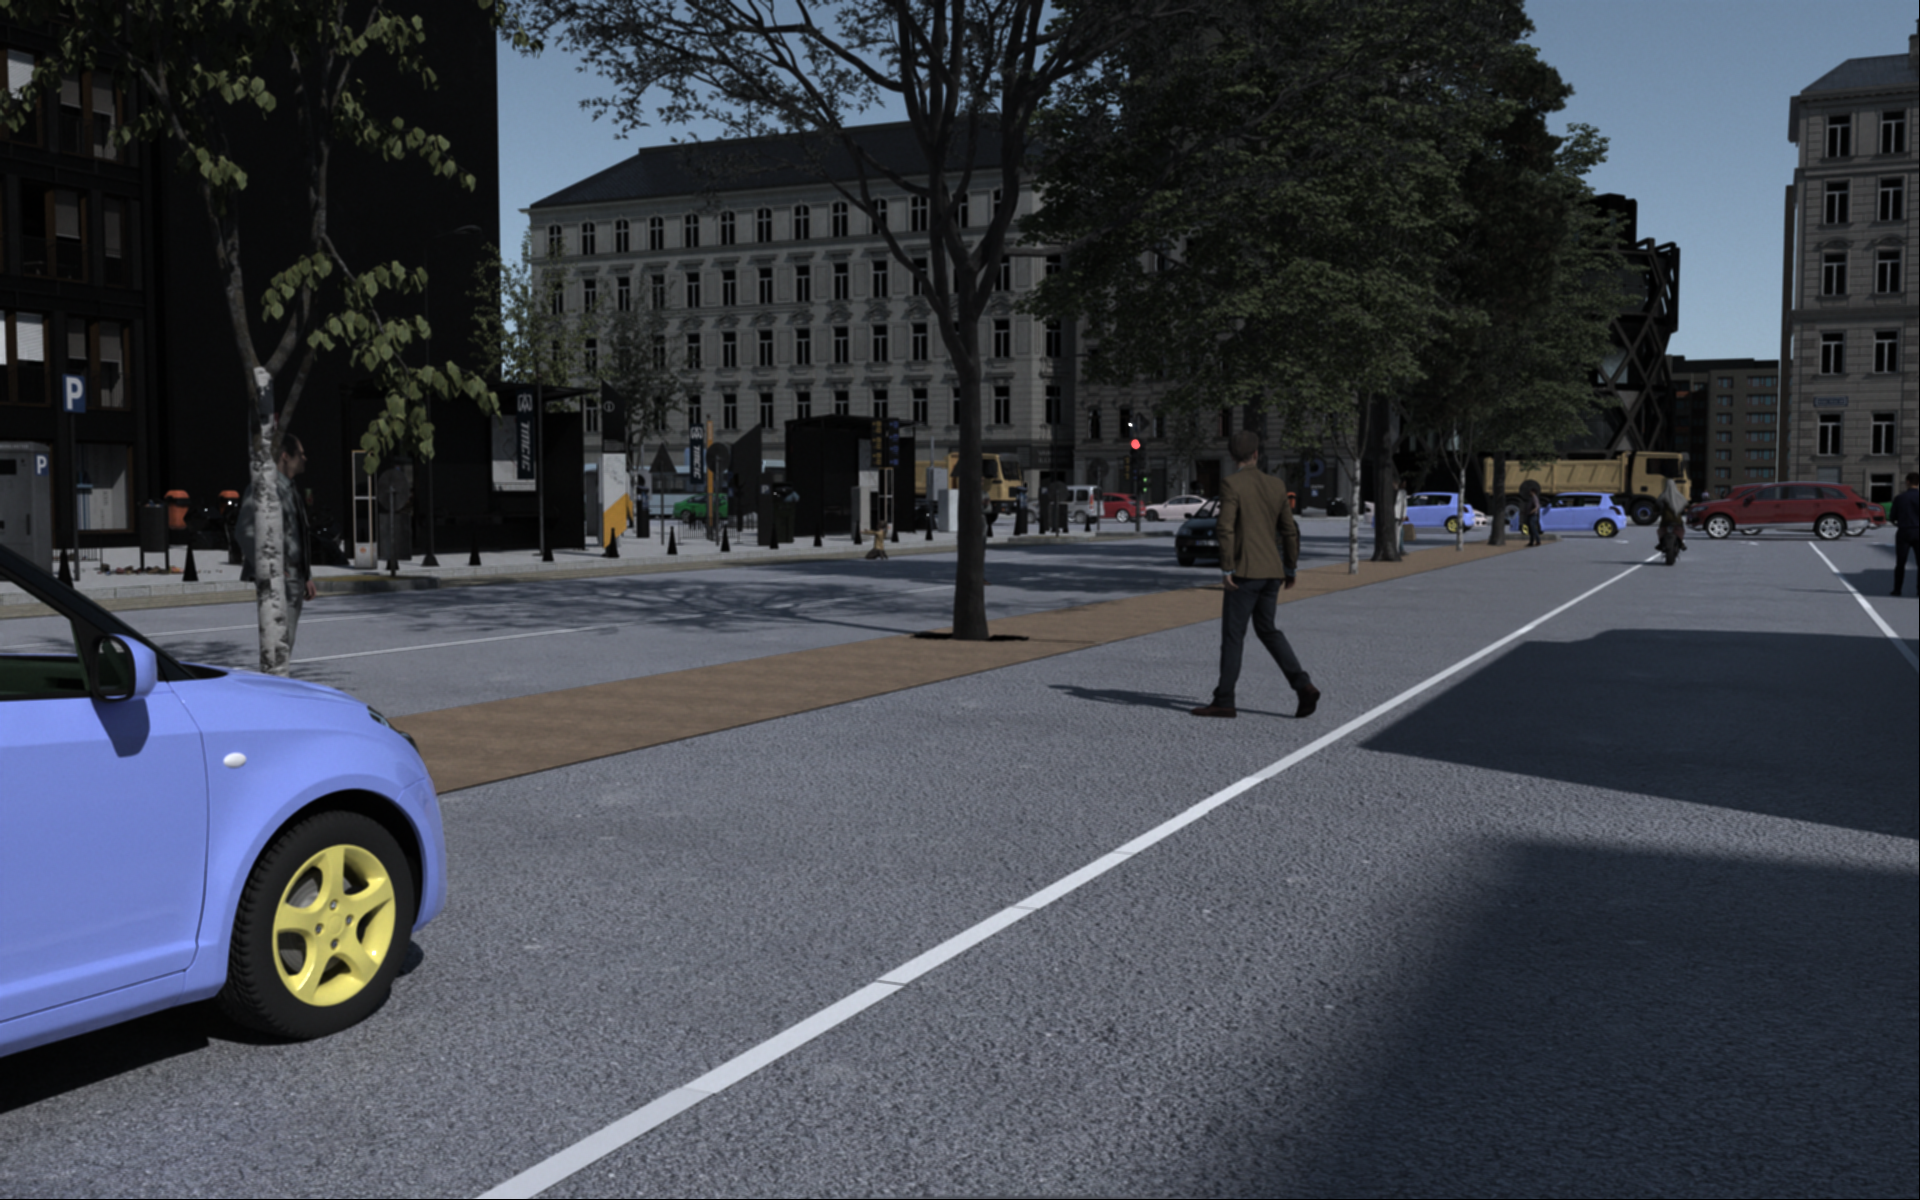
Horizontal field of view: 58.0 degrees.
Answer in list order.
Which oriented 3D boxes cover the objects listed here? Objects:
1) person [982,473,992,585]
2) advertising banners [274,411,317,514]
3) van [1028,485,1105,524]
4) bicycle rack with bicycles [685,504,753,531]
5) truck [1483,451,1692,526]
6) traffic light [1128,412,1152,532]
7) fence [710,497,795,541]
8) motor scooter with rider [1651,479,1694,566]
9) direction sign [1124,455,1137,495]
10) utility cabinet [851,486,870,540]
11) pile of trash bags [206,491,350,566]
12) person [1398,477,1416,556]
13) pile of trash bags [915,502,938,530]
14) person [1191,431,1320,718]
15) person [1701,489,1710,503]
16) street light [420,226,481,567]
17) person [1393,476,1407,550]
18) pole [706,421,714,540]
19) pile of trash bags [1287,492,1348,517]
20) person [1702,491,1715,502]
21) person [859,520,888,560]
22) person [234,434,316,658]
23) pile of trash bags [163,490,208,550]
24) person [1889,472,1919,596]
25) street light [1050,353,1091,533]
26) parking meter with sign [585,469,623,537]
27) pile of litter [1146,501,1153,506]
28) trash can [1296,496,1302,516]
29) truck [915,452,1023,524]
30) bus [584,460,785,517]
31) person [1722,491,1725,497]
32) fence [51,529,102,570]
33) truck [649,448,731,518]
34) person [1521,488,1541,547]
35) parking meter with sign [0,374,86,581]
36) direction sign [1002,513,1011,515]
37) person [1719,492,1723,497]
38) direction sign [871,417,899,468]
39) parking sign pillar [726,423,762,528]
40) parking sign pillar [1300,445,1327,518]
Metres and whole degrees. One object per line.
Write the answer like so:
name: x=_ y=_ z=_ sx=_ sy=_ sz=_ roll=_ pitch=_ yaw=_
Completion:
person: x=0.266 y=-1.126 z=27.097 sx=0.511 sy=1.800 sz=0.466 roll=-3 pitch=4 yaw=-37
advertising banners: x=-14.436 y=-2.523 z=37.440 sx=0.090 sy=3.025 sz=2.074 roll=0 pitch=4 yaw=6
van: x=4.879 y=-4.690 z=83.698 sx=4.112 sy=2.044 sz=2.013 roll=2 pitch=4 yaw=27
bicycle rack with bicycles: x=-8.465 y=-2.947 z=61.566 sx=2.852 sy=0.926 sz=2.925 roll=-1 pitch=4 yaw=-11
truck: x=29.379 y=-5.138 z=79.937 sx=9.791 sy=3.379 sz=3.469 roll=2 pitch=4 yaw=24
traffic light: x=6.106 y=-4.298 z=59.192 sx=0.839 sy=4.253 sz=0.868 roll=2 pitch=4 yaw=25
fence: x=-5.654 y=-2.198 z=47.147 sx=2.264 sy=1.192 sz=0.480 roll=1 pitch=4 yaw=11
motor scooter with rider: x=14.521 y=-1.608 z=35.257 sx=0.876 sy=1.779 sz=1.986 roll=2 pitch=4 yaw=24
direction sign: x=10.034 y=-6.702 z=101.578 sx=0.876 sy=3.537 sz=0.379 roll=0 pitch=3 yaw=0
utility cabinet: x=-2.749 y=-2.389 z=47.740 sx=0.318 sy=1.500 sz=1.173 roll=-1 pitch=4 yaw=-15
pile of trash bags: x=-12.552 y=-1.359 z=31.970 sx=1.912 sy=1.369 sz=3.447 roll=-2 pitch=4 yaw=-31
person: x=9.983 y=-1.889 z=39.363 sx=0.713 sy=1.824 sz=0.794 roll=3 pitch=4 yaw=38
pile of trash bags: x=-1.465 y=-3.198 z=62.036 sx=3.447 sy=1.369 sz=1.912 roll=-2 pitch=4 yaw=-32
person: x=1.916 y=-0.165 z=11.106 sx=0.836 sy=1.842 sz=0.656 roll=2 pitch=4 yaw=25
person: x=62.259 y=-8.339 z=144.715 sx=0.709 sy=1.838 sz=0.599 roll=1 pitch=4 yaw=19
street light: x=-8.927 y=-3.536 z=30.362 sx=1.470 sy=5.913 sz=1.316 roll=2 pitch=4 yaw=25
person: x=9.608 y=-1.830 z=38.301 sx=0.514 sy=1.842 sz=0.818 roll=1 pitch=4 yaw=13
pole: x=-6.999 y=-3.338 z=48.425 sx=0.158 sy=3.312 sz=0.155 roll=0 pitch=3 yaw=0
pile of trash bags: x=20.127 y=-5.400 z=98.046 sx=3.447 sy=1.369 sz=1.912 roll=0 pitch=4 yaw=0
person: x=73.099 y=-9.777 z=169.078 sx=1.217 sy=1.735 sz=0.721 roll=2 pitch=4 yaw=32
person: x=-1.887 y=-1.319 z=37.986 sx=0.695 sy=0.859 sz=0.347 roll=2 pitch=4 yaw=32
person: x=-4.288 y=-0.142 z=10.918 sx=0.391 sy=1.810 sz=0.635 roll=0 pitch=4 yaw=-6
pile of trash bags: x=-17.292 y=-1.873 z=40.380 sx=3.447 sy=1.369 sz=1.912 roll=2 pitch=4 yaw=26
person: x=13.461 y=-0.935 z=24.488 sx=0.576 sy=1.737 sz=0.504 roll=1 pitch=4 yaw=14
street light: x=3.668 y=-5.187 z=57.341 sx=1.470 sy=5.913 sz=1.316 roll=2 pitch=4 yaw=25
parking meter with sign: x=-10.938 y=-3.427 z=52.289 sx=1.738 sy=3.016 sz=0.543 roll=2 pitch=4 yaw=30
pile of litter: x=11.152 y=-5.276 z=100.225 sx=1.719 sy=0.858 sz=1.176 roll=-1 pitch=4 yaw=-16
trash can: x=20.379 y=-5.592 z=103.090 sx=0.748 sy=1.137 sz=0.748 roll=0 pitch=3 yaw=0
truck: x=-1.105 y=-5.248 z=81.736 sx=9.791 sy=3.379 sz=3.469 roll=2 pitch=4 yaw=24
bus: x=-15.961 y=-6.216 z=96.498 sx=13.247 sy=3.499 sz=2.948 roll=2 pitch=4 yaw=25
person: x=76.250 y=-10.002 z=172.746 sx=0.721 sy=1.735 sz=1.217 roll=1 pitch=4 yaw=22
fence: x=-14.942 y=-0.801 z=28.467 sx=0.278 sy=0.683 sz=2.069 roll=1 pitch=4 yaw=22
truck: x=-20.744 y=-6.954 z=103.459 sx=18.799 sy=4.110 sz=2.967 roll=2 pitch=4 yaw=23
person: x=15.463 y=-2.225 z=46.839 sx=0.435 sy=1.587 sz=0.963 roll=0 pitch=3 yaw=0
parking meter with sign: x=-13.816 y=-1.787 z=25.482 sx=1.738 sy=3.016 sz=0.543 roll=0 pitch=4 yaw=5
direction sign: x=2.930 y=-7.365 z=112.412 sx=0.876 sy=3.537 sz=0.379 roll=2 pitch=4 yaw=27
person: x=82.535 y=-10.873 z=187.748 sx=0.415 sy=1.643 sz=0.593 roll=-3 pitch=5 yaw=-40
direction sign: x=-2.209 y=-3.623 z=51.238 sx=0.876 sy=3.537 sz=0.379 roll=-1 pitch=4 yaw=-23
parking sign pillar: x=-8.127 y=-4.703 z=65.374 sx=1.447 sy=3.967 sz=1.447 roll=-3 pitch=5 yaw=-41
parking sign pillar: x=19.303 y=-6.475 z=94.344 sx=1.447 sy=3.967 sz=1.447 roll=0 pitch=4 yaw=6
